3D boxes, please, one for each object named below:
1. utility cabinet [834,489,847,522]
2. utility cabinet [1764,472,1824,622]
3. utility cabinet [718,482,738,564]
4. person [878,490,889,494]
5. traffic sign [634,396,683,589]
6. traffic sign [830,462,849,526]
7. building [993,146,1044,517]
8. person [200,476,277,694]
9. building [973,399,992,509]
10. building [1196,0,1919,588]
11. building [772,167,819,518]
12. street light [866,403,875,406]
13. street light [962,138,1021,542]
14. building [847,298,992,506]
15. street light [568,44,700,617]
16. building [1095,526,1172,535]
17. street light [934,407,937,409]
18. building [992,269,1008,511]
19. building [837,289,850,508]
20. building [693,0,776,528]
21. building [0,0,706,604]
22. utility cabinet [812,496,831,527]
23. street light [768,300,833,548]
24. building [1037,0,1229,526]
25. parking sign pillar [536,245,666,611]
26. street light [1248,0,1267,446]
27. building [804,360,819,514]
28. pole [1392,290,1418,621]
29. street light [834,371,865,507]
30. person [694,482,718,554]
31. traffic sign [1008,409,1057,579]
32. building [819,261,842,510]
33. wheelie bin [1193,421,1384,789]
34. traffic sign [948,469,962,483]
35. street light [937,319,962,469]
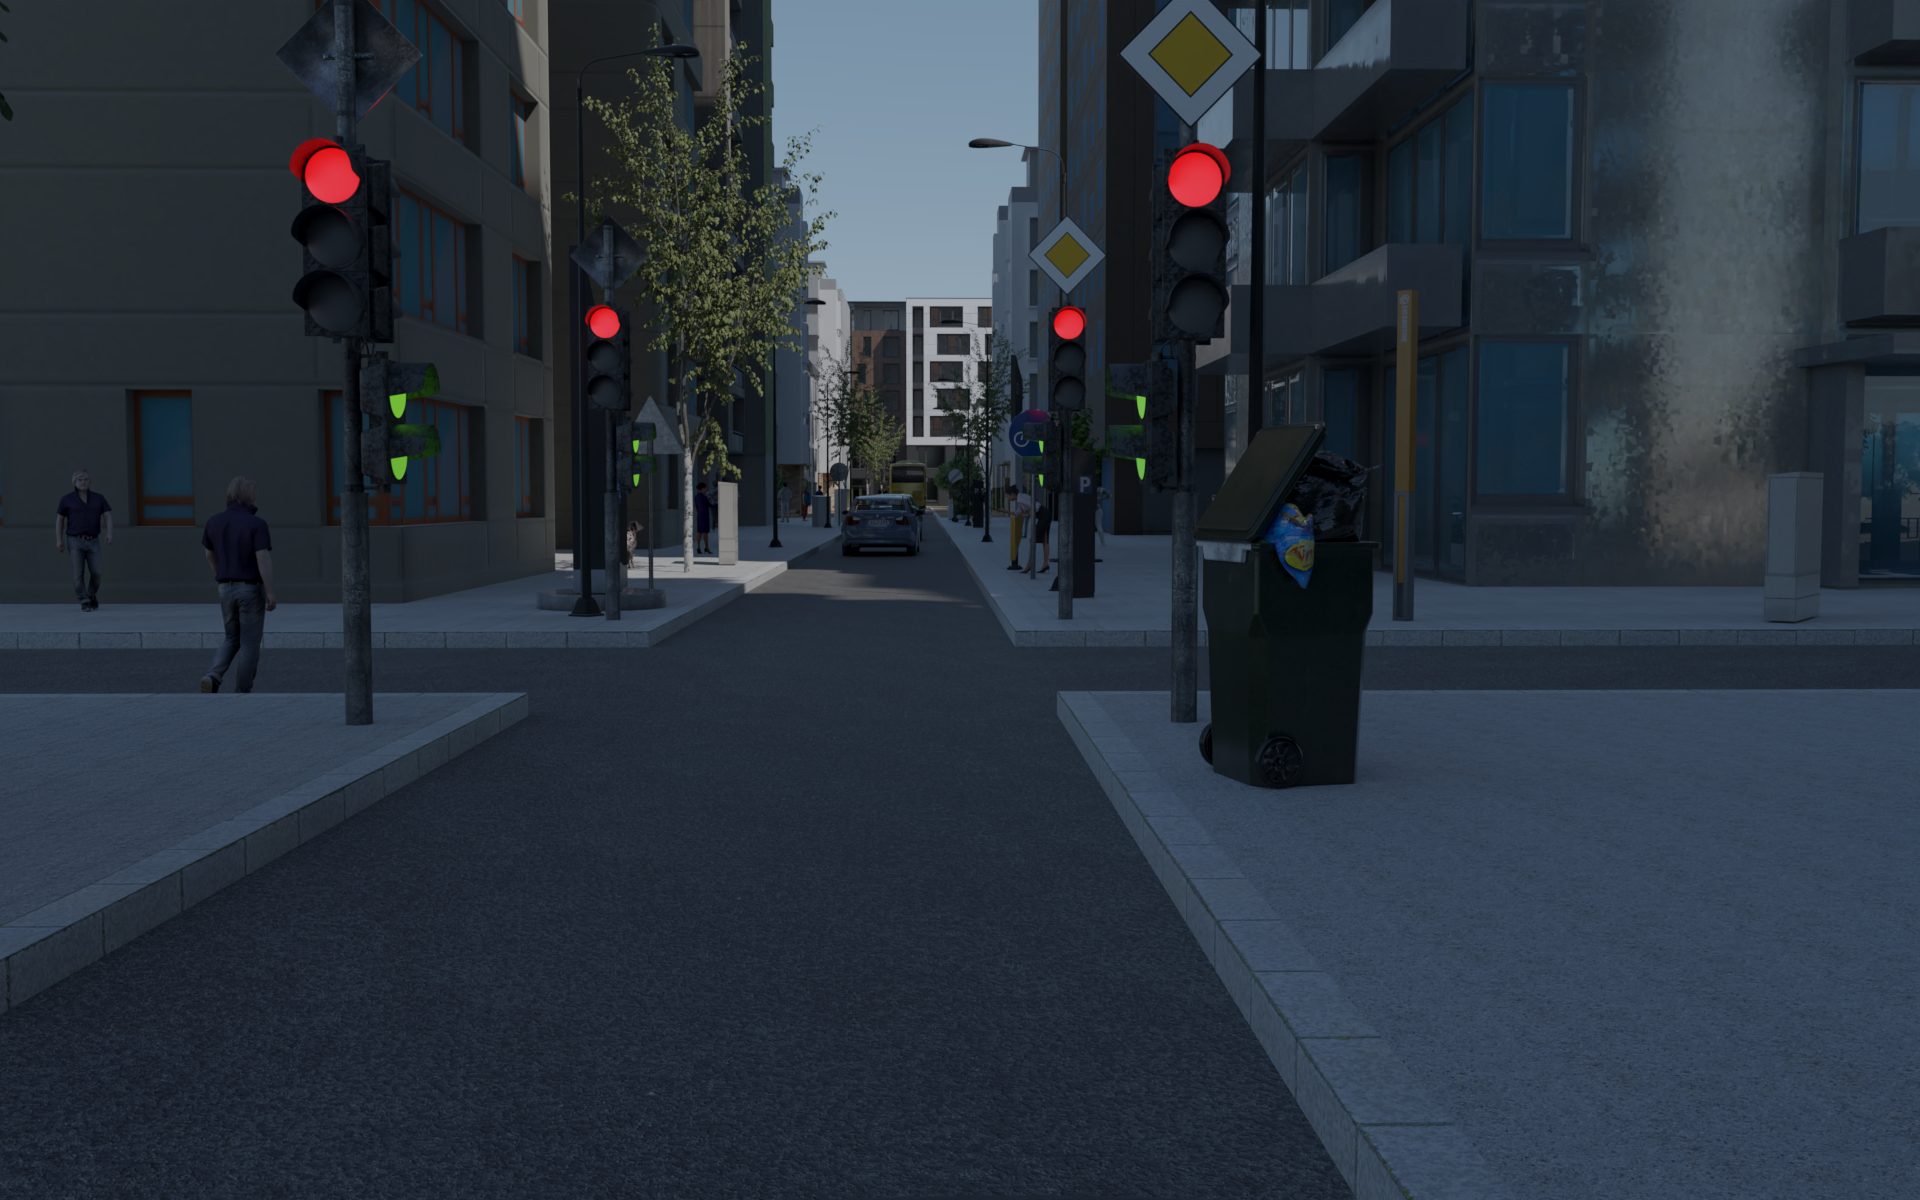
[{"bbox_3d":[-5.401,-4.275,78.572,0.318,1.500,1.173,-1,4,-19],"label":"utility cabinet"},{"bbox_3d":[8.477,-0.547,17.628,0.318,1.500,1.173,3,4,37],"label":"utility cabinet"},{"bbox_3d":[-4.217,-1.403,31.611,0.318,1.500,1.173,0,4,-5],"label":"utility cabinet"},{"bbox_3d":[-3.832,-4.682,86.505,0.566,1.644,0.517,0,4,0],"label":"person"},{"bbox_3d":[-4.107,-1.404,22.966,0.884,2.594,0.081,0,4,4],"label":"traffic sign"},{"bbox_3d":[-4.863,-4.256,69.684,0.768,2.556,0.104,0,4,-1],"label":"traffic sign"},{"bbox_3d":[9.993,-14.917,100.310,16.016,20.091,11.380,0,4,-1],"label":"building"},{"bbox_3d":[-4.899,-0.055,11.606,0.471,1.553,0.569,-3,5,-40],"label":"person"},{"bbox_3d":[6.088,-12.869,152.548,9.099,9.664,28.070,0,4,-1],"label":"building"},{"bbox_3d":[19.553,-25.238,32.242,30.456,49.044,23.786,0,4,-1],"label":"building"},{"bbox_3d":[-16.558,-14.794,98.306,16.016,20.091,11.380,0,4,-1],"label":"building"},{"bbox_3d":[-5.067,-7.104,88.688,1.470,5.913,1.316,0,4,-1],"label":"street light"},{"bbox_3d":[0.810,-3.072,22.775,1.470,5.913,1.316,0,4,-1],"label":"street light"},{"bbox_3d":[-8.080,-21.414,194.096,32.646,21.610,27.936,0,4,-1],"label":"building"},{"bbox_3d":[-3.390,-2.783,18.051,1.470,5.913,1.316,0,4,-1],"label":"street light"},{"bbox_3d":[11.187,-25.026,59.278,14.600,45.320,14.200,0,4,-1],"label":"building"},{"bbox_3d":[-0.206,-5.928,69.470,1.470,5.913,1.316,0,4,-1],"label":"street light"},{"bbox_3d":[11.251,-15.638,122.136,16.747,18.905,31.486,0,4,-1],"label":"building"},{"bbox_3d":[-26.071,-17.796,157.428,31.486,18.905,16.747,0,4,-1],"label":"building"},{"bbox_3d":[-14.741,-23.404,66.245,14.154,41.232,14.086,0,4,-1],"label":"building"},{"bbox_3d":[-20.674,-11.541,33.733,27.650,21.520,28.899,0,4,-1],"label":"building"},{"bbox_3d":[-5.418,-3.468,67.871,0.306,1.237,1.020,2,4,26],"label":"utility cabinet"},{"bbox_3d":[-3.901,-4.220,41.536,1.470,5.913,1.316,0,4,-1],"label":"street light"},{"bbox_3d":[11.093,-26.434,82.300,14.600,45.320,14.200,0,4,-1],"label":"building"},{"bbox_3d":[-4.061,-1.899,19.520,1.447,3.967,1.447,0,4,-3],"label":"parking sign pillar"},{"bbox_3d":[1.126,-2.270,9.649,1.470,5.913,1.316,0,4,-1],"label":"street light"},{"bbox_3d":[-14.172,-10.799,118.708,9.099,9.664,28.070,0,4,-1],"label":"building"},{"bbox_3d":[4.488,-1.444,17.445,0.158,3.312,0.155,0,3,0],"label":"pole"},{"bbox_3d":[-4.456,-5.679,65.387,1.470,5.913,1.316,0,4,-1],"label":"street light"},{"bbox_3d":[-5.433,-1.758,37.162,0.453,1.535,0.546,2,4,27],"label":"person"},{"bbox_3d":[1.101,-1.585,26.021,0.768,2.556,0.104,0,4,2],"label":"traffic sign"},{"bbox_3d":[-17.449,-17.238,138.266,16.016,20.091,11.380,0,4,-1],"label":"building"},{"bbox_3d":[1.475,0.004,7.846,0.693,1.594,0.980,-1,4,-15],"label":"wheelie bin"},{"bbox_3d":[-0.220,-5.354,87.645,0.768,2.556,0.104,0,4,4],"label":"traffic sign"},{"bbox_3d":[0.186,-4.502,46.141,1.470,5.913,1.316,0,4,-1],"label":"street light"}]
